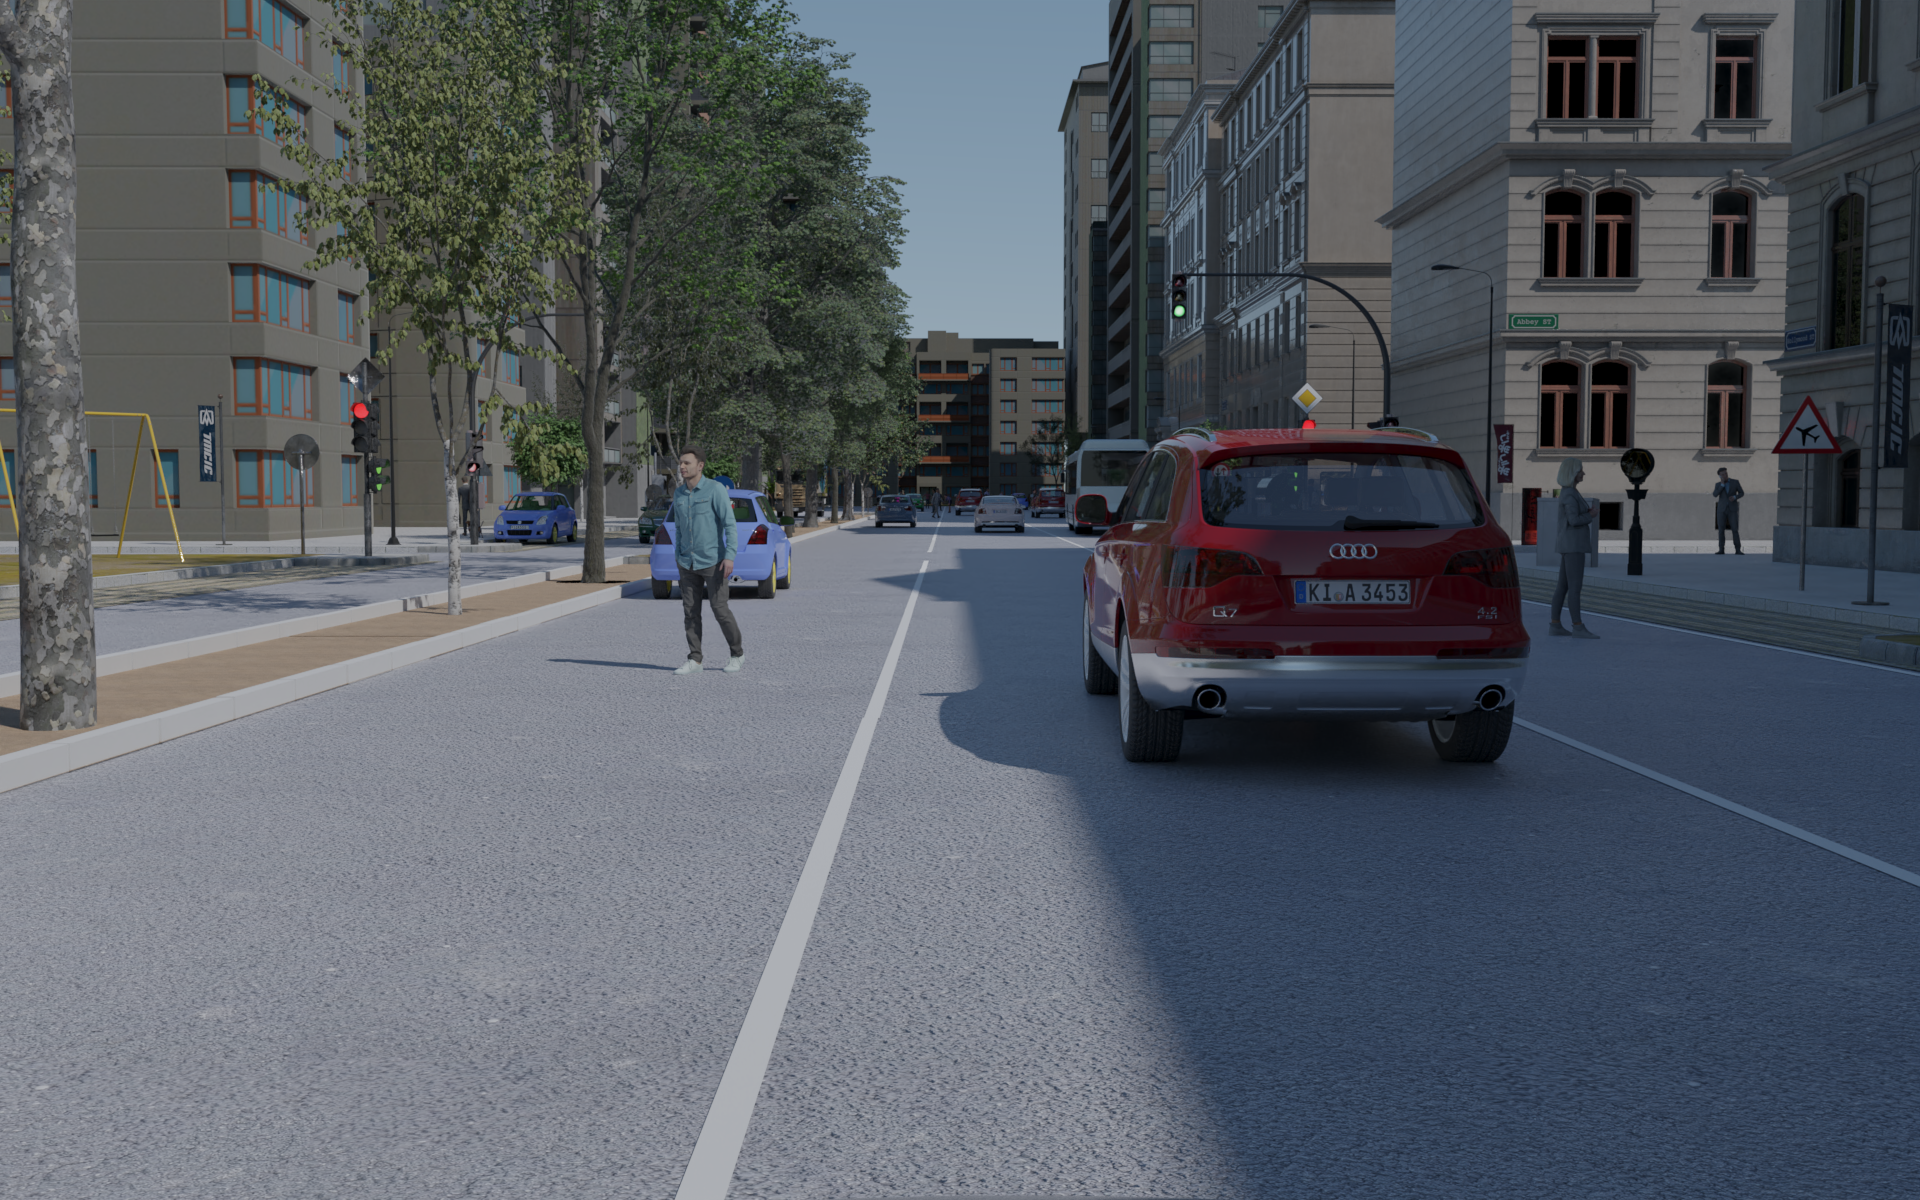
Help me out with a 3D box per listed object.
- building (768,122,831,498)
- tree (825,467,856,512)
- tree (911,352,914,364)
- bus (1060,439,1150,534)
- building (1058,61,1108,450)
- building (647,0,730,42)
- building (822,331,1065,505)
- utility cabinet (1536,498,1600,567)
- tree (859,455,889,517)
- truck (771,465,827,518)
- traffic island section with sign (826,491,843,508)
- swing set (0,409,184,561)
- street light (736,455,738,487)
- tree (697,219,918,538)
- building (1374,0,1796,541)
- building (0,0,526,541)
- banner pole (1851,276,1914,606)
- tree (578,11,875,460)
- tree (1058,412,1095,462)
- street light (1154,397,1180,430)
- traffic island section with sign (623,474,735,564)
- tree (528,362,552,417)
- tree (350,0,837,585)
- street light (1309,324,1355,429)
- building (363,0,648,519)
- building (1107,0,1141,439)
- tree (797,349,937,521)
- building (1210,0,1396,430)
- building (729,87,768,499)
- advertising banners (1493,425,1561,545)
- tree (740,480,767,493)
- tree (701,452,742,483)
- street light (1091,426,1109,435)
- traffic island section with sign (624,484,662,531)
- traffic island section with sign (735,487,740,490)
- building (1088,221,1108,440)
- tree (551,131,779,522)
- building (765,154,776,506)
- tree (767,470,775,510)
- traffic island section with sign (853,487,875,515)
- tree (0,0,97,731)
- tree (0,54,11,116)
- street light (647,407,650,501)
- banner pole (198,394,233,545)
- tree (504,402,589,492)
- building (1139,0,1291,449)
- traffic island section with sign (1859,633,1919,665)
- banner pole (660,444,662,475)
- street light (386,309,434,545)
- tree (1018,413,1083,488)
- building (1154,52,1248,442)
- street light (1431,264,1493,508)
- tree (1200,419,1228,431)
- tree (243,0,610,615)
[{"bbox_3d":[-27.257,-36.178,215.212,21.600,48.544,21.300,0,4,0],"label":"building"},{"bbox_3d":[-6.282,-9.033,100.504,4.360,8.622,3.978,0,3,0],"label":"tree"},{"bbox_3d":[-5.975,-9.497,83.491,9.928,11.665,9.643,0,3,0],"label":"tree"},{"bbox_3d":[5.400,-4.285,64.925,2.948,3.499,13.247,0,4,2],"label":"bus"},{"bbox_3d":[26.885,-38.516,218.969,27.495,52.752,28.713,0,4,0],"label":"building"},{"bbox_3d":[-29.257,-29.231,132.546,22.147,44.769,28.867,0,4,0],"label":"building"},{"bbox_3d":[-2.029,-22.919,219.758,28.899,21.520,27.650,0,4,0],"label":"building"},{"bbox_3d":[10.758,-1.192,30.656,1.020,1.237,0.306,3,5,43],"label":"utility cabinet"},{"bbox_3d":[-5.923,-9.359,105.844,4.737,8.622,4.395,0,3,0],"label":"tree"},{"bbox_3d":[-9.826,-7.234,107.188,2.839,4.237,11.283,0,4,0],"label":"truck"},{"bbox_3d":[-12.725,-10.072,173.312,1.989,1.847,2.006,0,4,0],"label":"traffic island section with sign"},{"bbox_3d":[-16.853,-2.142,32.636,2.862,2.851,3.119,3,5,41],"label":"swing set"},{"bbox_3d":[-14.206,-8.682,114.487,1.470,5.913,1.316,0,4,0],"label":"street light"},{"bbox_3d":[-5.514,-7.281,55.906,8.767,10.594,7.601,0,4,0],"label":"tree"},{"bbox_3d":[25.977,-16.256,53.178,23.554,28.519,14.401,0,4,0],"label":"building"},{"bbox_3d":[-32.662,-13.189,60.681,27.650,21.520,28.899,0,4,0],"label":"building"},{"bbox_3d":[10.763,-1.839,20.088,0.863,3.779,0.401,-2,4,-29],"label":"banner pole"},{"bbox_3d":[-5.783,-8.433,46.988,9.857,13.997,8.962,0,3,0],"label":"tree"},{"bbox_3d":[10.467,-12.508,154.863,4.737,8.622,4.395,0,3,0],"label":"tree"},{"bbox_3d":[9.993,-6.776,83.324,1.470,5.913,1.316,0,4,0],"label":"street light"},{"bbox_3d":[-5.845,-1.707,36.039,2.006,1.907,1.989,0,4,0],"label":"traffic island section with sign"},{"bbox_3d":[-17.861,-7.956,80.451,4.360,8.622,3.978,0,3,0],"label":"tree"},{"bbox_3d":[-5.754,-6.059,27.277,9.928,11.665,9.643,0,3,0],"label":"tree"},{"bbox_3d":[10.203,-4.577,47.373,1.470,5.913,1.316,0,4,0],"label":"street light"},{"bbox_3d":[-24.230,-24.830,89.567,14.154,41.232,14.086,0,4,0],"label":"building"},{"bbox_3d":[24.013,-31.927,145.705,21.300,48.544,21.600,0,4,0],"label":"building"},{"bbox_3d":[-6.072,-10.633,93.309,9.611,12.733,9.660,0,3,0],"label":"tree"},{"bbox_3d":[20.379,-17.655,85.928,12.463,27.353,25.104,0,4,0],"label":"building"},{"bbox_3d":[-24.962,-28.800,154.474,14.154,41.232,14.086,0,4,0],"label":"building"},{"bbox_3d":[14.314,-2.878,43.242,2.074,3.025,0.090,0,4,-1],"label":"advertising banners"},{"bbox_3d":[-15.963,-8.370,131.449,1.663,3.219,1.824,0,3,0],"label":"tree"},{"bbox_3d":[-15.704,-7.819,111.561,4.285,4.588,4.351,0,3,0],"label":"tree"},{"bbox_3d":[9.669,-8.952,118.911,1.470,5.913,1.316,0,4,0],"label":"street light"},{"bbox_3d":[-12.101,-3.653,68.357,1.989,1.847,2.006,0,4,0],"label":"traffic island section with sign"},{"bbox_3d":[-12.259,-5.311,95.456,1.989,1.847,2.006,0,4,0],"label":"traffic island section with sign"},{"bbox_3d":[20.554,-25.269,184.844,14.160,30.474,14.107,0,4,0],"label":"building"},{"bbox_3d":[-5.632,-5.002,34.600,4.360,8.622,3.978,0,3,0],"label":"tree"},{"bbox_3d":[-32.760,-32.155,180.363,28.867,44.769,22.147,0,4,0],"label":"building"},{"bbox_3d":[-15.391,-8.947,140.890,1.663,3.219,1.824,0,3,0],"label":"tree"},{"bbox_3d":[-6.335,-6.755,118.584,2.006,1.907,1.989,0,4,0],"label":"traffic island section with sign"},{"bbox_3d":[-6.733,-9.326,10.835,12.611,20.169,13.585,0,3,0],"label":"tree"},{"bbox_3d":[-14.968,-4.521,24.282,4.737,8.622,4.395,0,3,0],"label":"tree"},{"bbox_3d":[-13.784,-6.543,79.527,1.470,5.913,1.316,0,4,0],"label":"street light"},{"bbox_3d":[-18.597,-3.251,43.172,0.401,3.779,0.863,2,4,32],"label":"banner pole"},{"bbox_3d":[-14.742,-4.797,62.138,4.285,4.588,4.351,0,3,0],"label":"tree"},{"bbox_3d":[20.133,-27.187,128.096,14.154,41.232,14.086,0,4,0],"label":"building"},{"bbox_3d":[8.937,-0.379,14.828,1.989,1.847,2.006,0,4,0],"label":"traffic island section with sign"},{"bbox_3d":[-14.758,-5.835,85.427,0.401,3.779,0.863,-1,4,-12],"label":"banner pole"},{"bbox_3d":[-13.746,-4.340,43.500,1.470,5.913,1.316,0,4,0],"label":"street light"},{"bbox_3d":[11.061,-16.045,196.747,8.767,10.594,7.601,-1,4,-9],"label":"tree"},{"bbox_3d":[20.140,-19.734,108.553,13.634,28.700,20.117,0,4,0],"label":"building"},{"bbox_3d":[10.208,-3.829,35.153,1.470,5.913,1.316,0,4,0],"label":"street light"},{"bbox_3d":[10.844,-5.609,75.428,4.285,4.588,4.351,0,3,0],"label":"tree"},{"bbox_3d":[-5.920,-4.106,19.949,4.737,8.622,4.395,0,3,0],"label":"tree"}]
